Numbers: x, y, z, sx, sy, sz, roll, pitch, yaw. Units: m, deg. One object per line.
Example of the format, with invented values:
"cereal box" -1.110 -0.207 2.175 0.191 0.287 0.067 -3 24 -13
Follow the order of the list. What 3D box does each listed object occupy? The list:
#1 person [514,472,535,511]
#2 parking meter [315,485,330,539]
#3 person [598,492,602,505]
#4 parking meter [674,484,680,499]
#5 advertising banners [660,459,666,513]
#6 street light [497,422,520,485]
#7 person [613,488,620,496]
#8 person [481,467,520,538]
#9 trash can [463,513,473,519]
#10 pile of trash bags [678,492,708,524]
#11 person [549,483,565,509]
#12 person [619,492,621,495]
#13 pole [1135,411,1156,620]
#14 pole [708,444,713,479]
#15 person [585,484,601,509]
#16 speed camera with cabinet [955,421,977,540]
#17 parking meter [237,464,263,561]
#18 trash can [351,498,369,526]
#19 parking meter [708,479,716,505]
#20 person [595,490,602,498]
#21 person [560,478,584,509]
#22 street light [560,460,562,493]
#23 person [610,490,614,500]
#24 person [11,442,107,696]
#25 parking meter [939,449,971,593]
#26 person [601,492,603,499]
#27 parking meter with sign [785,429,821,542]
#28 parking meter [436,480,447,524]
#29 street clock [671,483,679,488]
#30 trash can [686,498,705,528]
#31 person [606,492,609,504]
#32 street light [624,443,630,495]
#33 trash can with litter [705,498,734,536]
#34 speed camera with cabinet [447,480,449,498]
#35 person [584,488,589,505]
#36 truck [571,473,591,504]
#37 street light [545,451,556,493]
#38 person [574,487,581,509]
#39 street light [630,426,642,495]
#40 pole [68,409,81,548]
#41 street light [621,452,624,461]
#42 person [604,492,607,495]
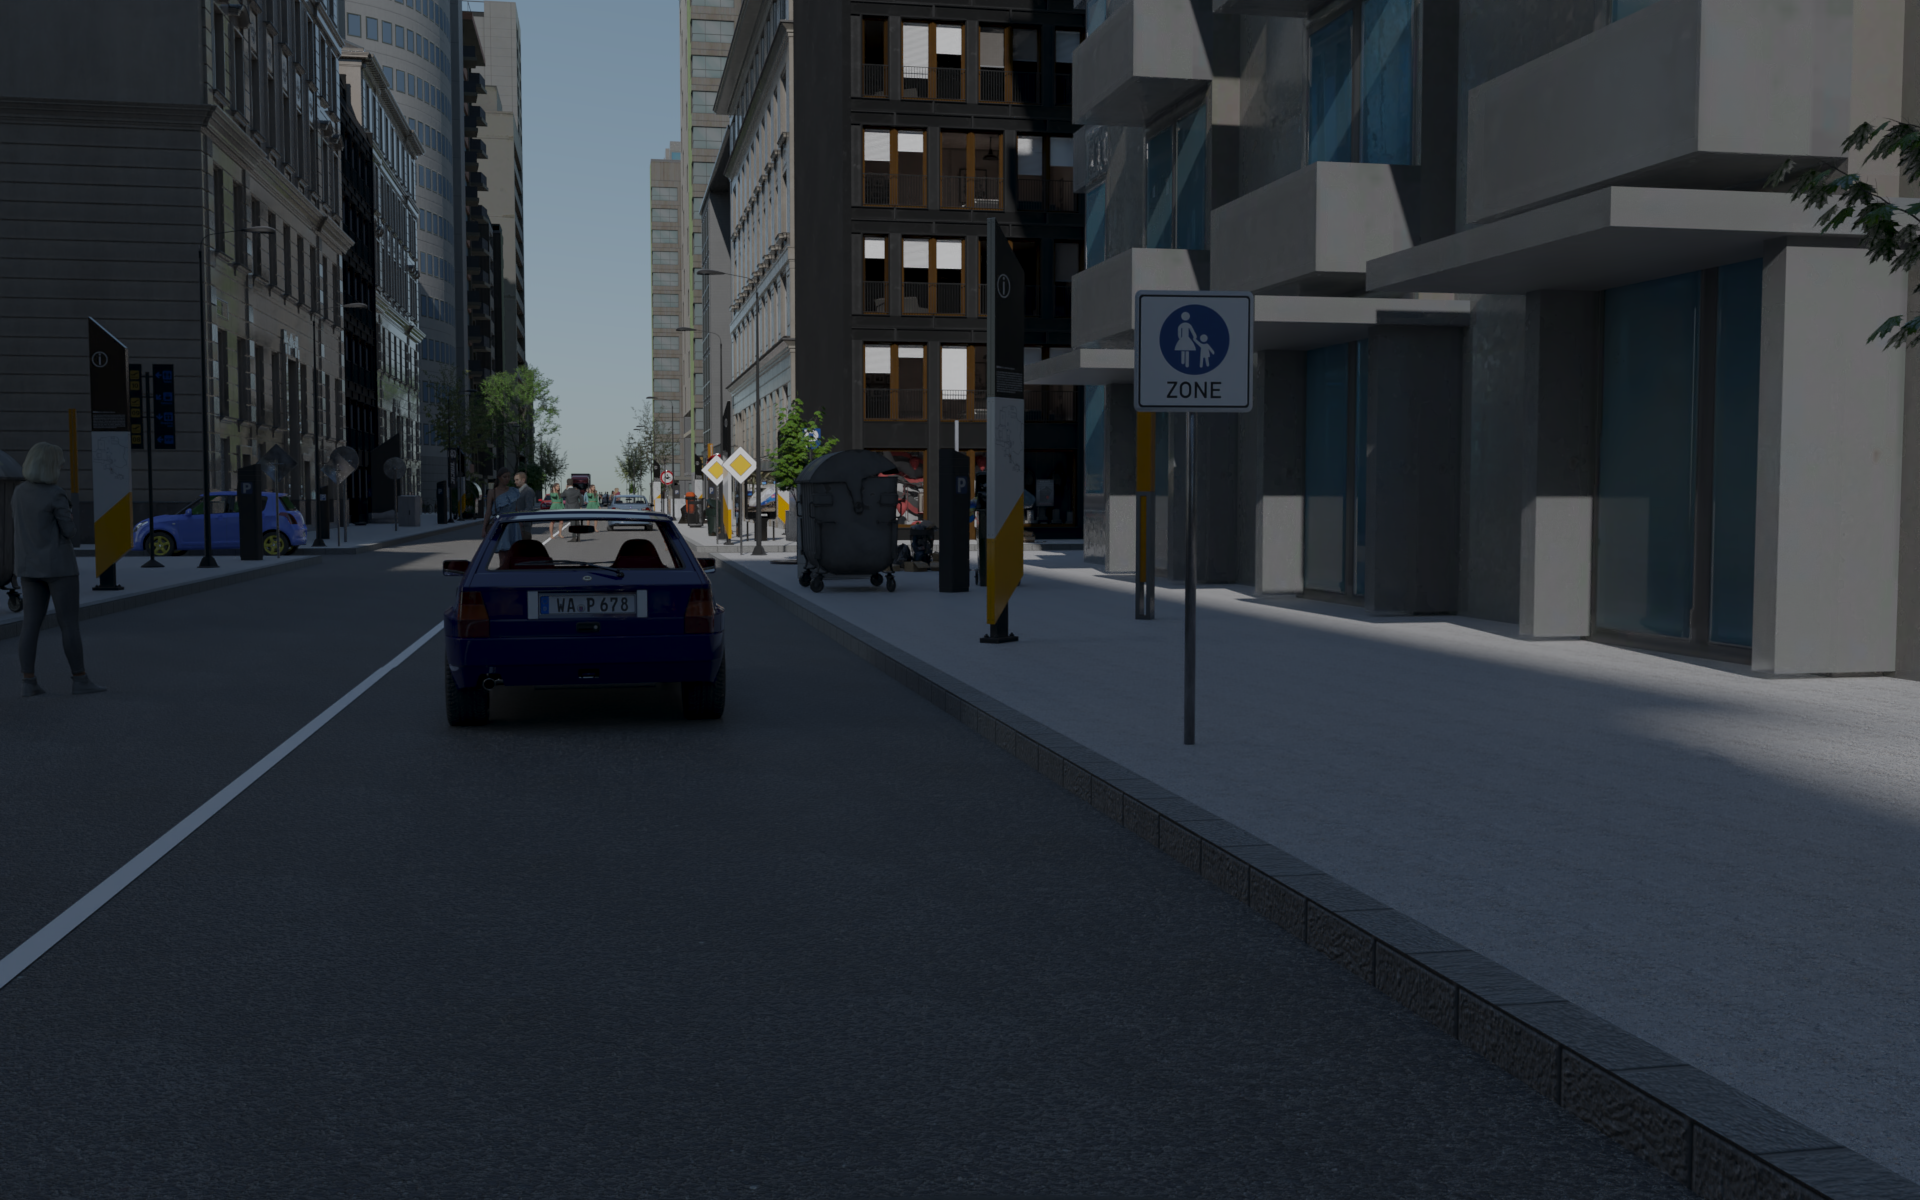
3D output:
"person" -7.551 -1.307 29.984 0.853 1.813 0.709 -3 5 -40
"parking meter" -18.126 -2.497 49.232 0.372 1.533 0.369 0 3 0
"person" -49.072 -13.847 235.609 1.217 1.736 0.721 3 4 36
"parking meter" -17.010 -6.006 103.912 0.399 1.863 0.255 -1 4 -13
"advertising banners" -14.532 -5.426 84.909 0.090 3.025 2.074 0 4 -3
"street light" -30.443 -8.853 117.294 1.470 5.913 1.316 -1 4 -12
"person" -21.348 -6.069 107.699 0.573 1.828 0.580 -3 5 -44
"person" -6.460 -0.968 24.427 0.616 1.811 0.778 -2 4 -28
"trash can" -25.266 -4.718 88.785 0.748 1.137 0.748 0 3 0
"pile of trash bags" -11.288 -3.974 74.732 1.912 1.369 3.447 0 4 3
"person" -12.964 -2.869 55.663 0.529 1.795 0.600 2 4 34
"person" -44.245 -13.178 224.756 0.445 1.727 0.742 -2 4 -30
"pole" 1.894 -1.456 17.641 0.158 3.312 0.155 0 3 0
"pole" -10.092 -4.664 70.098 0.158 3.312 0.155 0 3 0
"person" -13.742 -3.427 64.773 0.529 1.795 0.600 3 5 40
"speed camera with cabinet" 0.495 -3.226 47.087 2.038 3.252 0.660 -1 4 -20
"parking meter" -13.737 -1.700 33.504 0.399 1.863 0.255 0 4 5
"trash can" -24.382 -3.594 70.419 0.748 1.137 0.748 0 3 0
"parking meter" -8.268 -3.213 58.248 0.399 1.863 0.255 3 5 41
"person" -36.129 -9.999 171.990 1.348 1.824 0.705 0 4 7
"person" -11.566 -2.675 51.593 0.474 1.900 0.648 3 4 38
"street light" -54.449 -16.040 234.790 1.470 5.913 1.316 -1 4 -12
"person" -29.109 -8.344 145.639 0.721 1.735 1.217 2 4 23
"person" -6.530 -0.230 12.446 0.537 1.800 0.526 2 4 28
"parking meter" -0.069 -1.036 22.645 0.255 1.863 0.399 3 5 40
"person" -53.883 -15.345 259.925 0.750 1.759 0.617 2 4 28
"parking meter with sign" -4.305 -3.087 46.738 0.543 3.016 1.738 -2 4 -24
"parking meter" -22.118 -4.172 73.922 0.399 1.863 0.255 1 4 19
"street clock" -18.172 -6.478 110.485 0.471 2.002 0.358 -2 4 -31
"trash can" -10.063 -3.318 65.905 0.748 1.137 0.748 0 3 0
"person" -43.961 -12.622 215.580 0.721 1.736 1.217 0 4 -2
"street light" -29.550 -11.302 157.330 1.470 5.913 1.316 -1 4 -12
"trash can with litter" -7.246 -2.518 52.551 0.624 1.170 1.055 -3 5 -44
"speed camera with cabinet" -31.846 -7.096 110.352 2.038 3.252 0.660 -3 5 -44
"person" -24.836 -6.556 115.552 0.638 1.841 0.748 2 4 28
"truck" -51.867 -15.171 236.963 2.839 4.237 11.283 -1 4 -11
"street light" -47.346 -13.928 200.266 1.470 5.913 1.316 -1 4 -12
"person" -22.304 -5.631 100.549 0.794 1.824 0.713 -2 4 -23
"street light" -22.473 -9.206 123.054 1.470 5.913 1.316 -1 4 -12
"pole" -21.159 -2.908 41.384 0.158 3.312 0.155 0 3 0
"street light" -39.213 -14.238 205.325 1.470 5.913 1.316 -1 4 -12
"person" -54.641 -15.809 266.960 1.348 1.826 0.705 0 4 8
